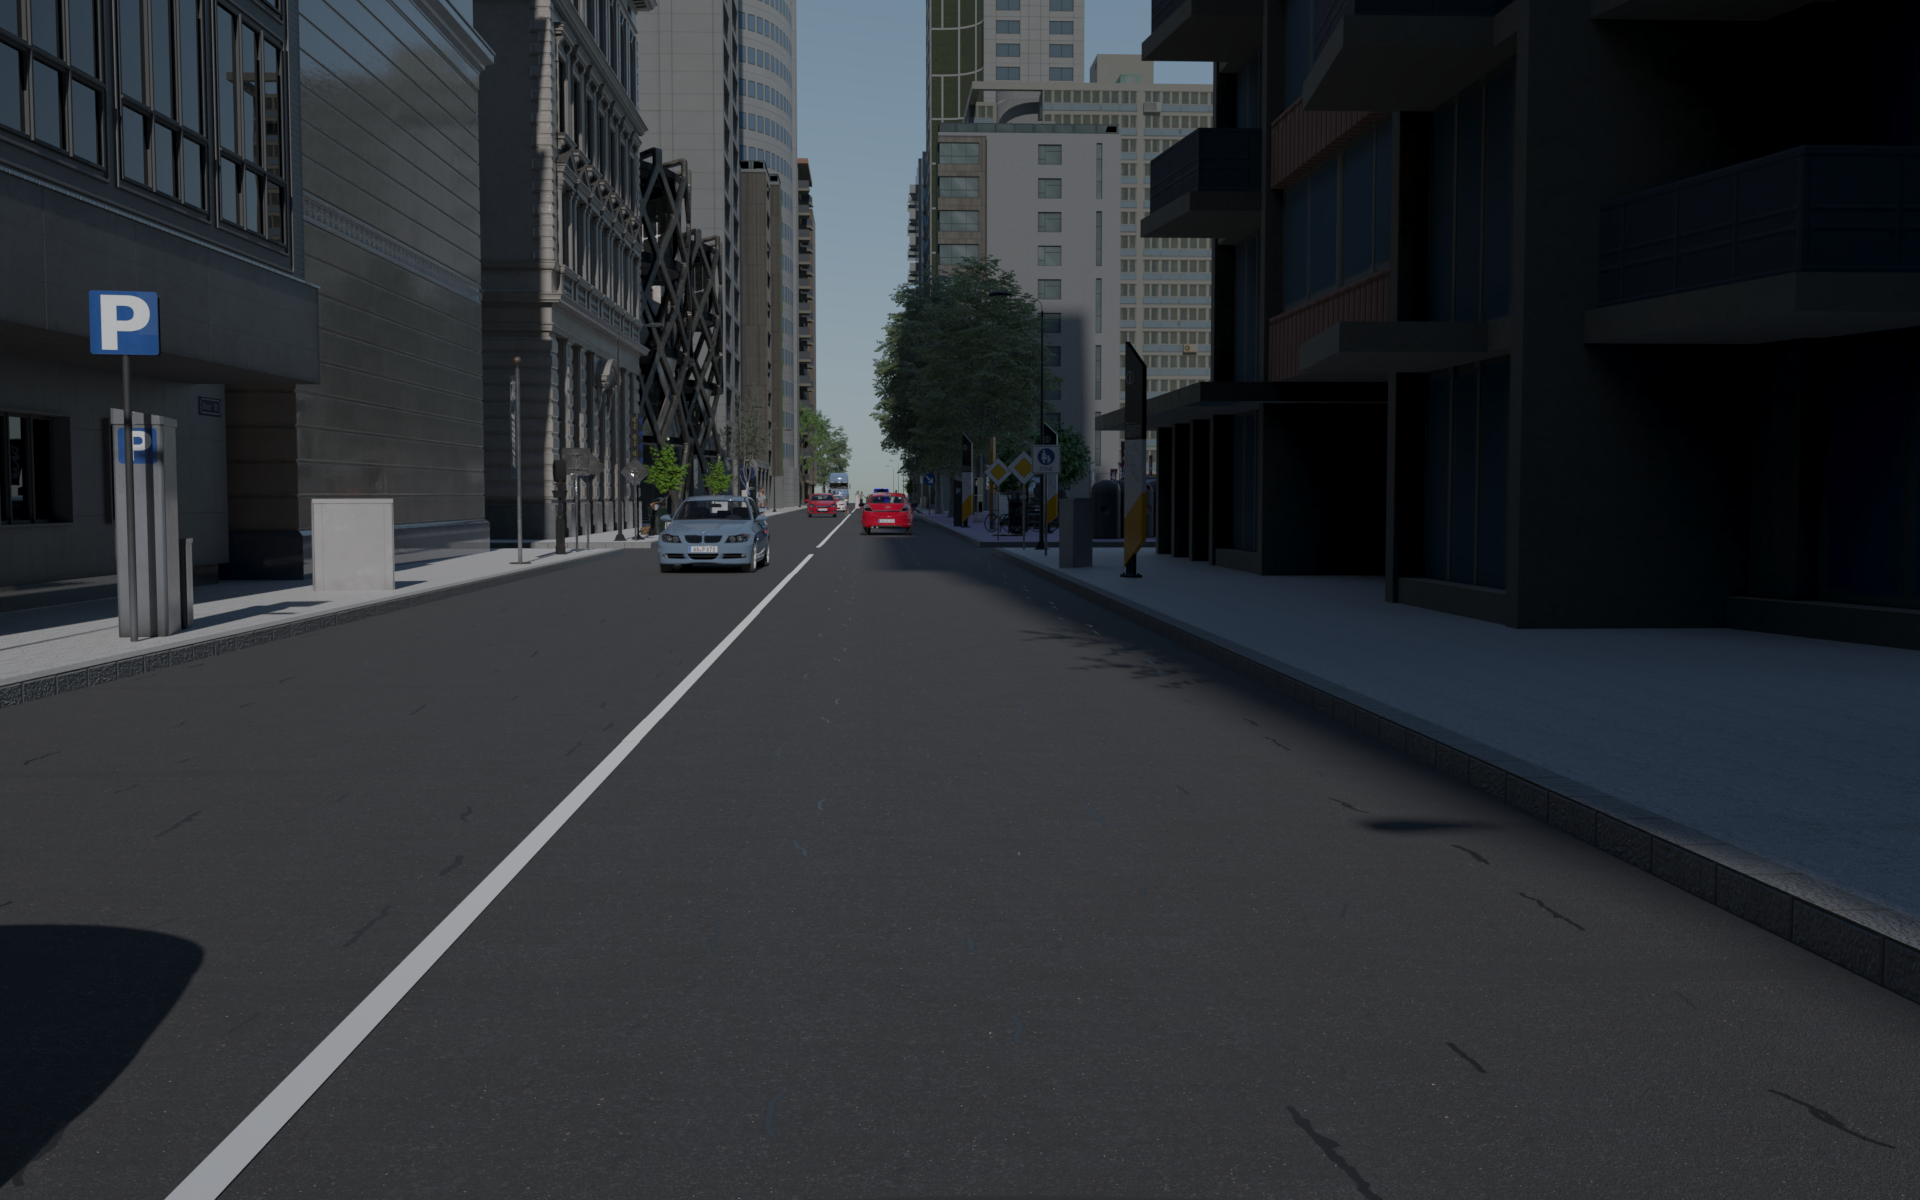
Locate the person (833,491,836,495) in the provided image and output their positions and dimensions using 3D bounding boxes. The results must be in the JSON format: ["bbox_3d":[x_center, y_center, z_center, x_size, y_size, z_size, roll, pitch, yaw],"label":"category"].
[{"bbox_3d":[-10.831,-8.587,149.719,1.217,1.723,0.721,1,4,21],"label":"person"}]

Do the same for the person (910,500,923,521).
[{"bbox_3d":[-2.457,-4.503,87.626,1.012,1.151,0.738,2,4,33],"label":"person"}]

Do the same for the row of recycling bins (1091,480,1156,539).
[{"bbox_3d":[4.978,-2.665,50.681,1.069,1.692,3.534,3,4,39],"label":"row of recycling bins"}]

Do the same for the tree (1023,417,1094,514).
[{"bbox_3d":[4.135,-5.538,74.258,4.285,4.588,4.351,0,3,0],"label":"tree"}]

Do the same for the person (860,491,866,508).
[{"bbox_3d":[-10.028,-10.157,175.348,1.217,1.735,0.721,2,4,33],"label":"person"}]

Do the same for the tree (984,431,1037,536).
[{"bbox_3d":[1.396,-3.568,52.933,1.663,3.219,1.824,0,3,0],"label":"tree"}]

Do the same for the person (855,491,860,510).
[{"bbox_3d":[-9.415,-9.184,159.326,0.621,1.740,0.551,-3,5,-43],"label":"person"}]

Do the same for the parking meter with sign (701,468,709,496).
[{"bbox_3d":[-16.686,-7.312,115.809,0.543,3.016,1.738,-2,4,-34],"label":"parking meter with sign"}]

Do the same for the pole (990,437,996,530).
[{"bbox_3d":[1.168,-4.171,62.046,0.158,3.312,0.155,0,3,0],"label":"pole"}]

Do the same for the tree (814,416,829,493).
[{"bbox_3d":[-21.974,-22.815,279.677,9.857,13.997,8.962,0,3,0],"label":"tree"}]

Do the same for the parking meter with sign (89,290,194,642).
[{"bbox_3d":[-7.381,-1.193,15.764,0.543,3.016,1.738,-1,4,-14],"label":"parking meter with sign"}]

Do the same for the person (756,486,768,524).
[{"bbox_3d":[-9.357,-4.446,81.285,0.778,1.811,0.616,-1,4,-12],"label":"person"}]

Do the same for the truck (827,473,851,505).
[{"bbox_3d":[-15.840,-14.480,226.511,2.967,4.110,18.799,0,4,-4],"label":"truck"}]

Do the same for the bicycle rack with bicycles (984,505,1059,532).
[{"bbox_3d":[2.242,-2.733,58.069,2.925,0.926,2.852,-1,4,-13],"label":"bicycle rack with bicycles"}]

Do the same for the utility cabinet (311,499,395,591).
[{"bbox_3d":[-8.092,-0.730,23.092,1.020,1.237,0.306,-1,4,-23],"label":"utility cabinet"}]

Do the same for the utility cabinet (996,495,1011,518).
[{"bbox_3d":[2.226,-4.917,91.548,1.020,1.237,0.306,-3,4,-38],"label":"utility cabinet"}]

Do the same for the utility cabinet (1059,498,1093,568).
[{"bbox_3d":[2.043,-1.187,30.577,0.306,1.237,1.020,1,4,23],"label":"utility cabinet"}]

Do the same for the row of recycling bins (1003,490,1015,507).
[{"bbox_3d":[3.995,-7.024,121.954,1.069,1.692,3.534,-2,4,-24],"label":"row of recycling bins"}]

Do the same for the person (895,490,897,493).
[{"bbox_3d":[-4.594,-7.083,125.026,1.217,1.735,0.721,-1,4,-11],"label":"person"}]

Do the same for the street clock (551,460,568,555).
[{"bbox_3d":[-8.480,-1.966,36.718,0.358,2.002,0.471,-1,4,-21],"label":"street clock"}]

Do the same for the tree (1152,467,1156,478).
[{"bbox_3d":[11.901,-6.606,102.616,1.663,3.219,1.824,0,3,0],"label":"tree"}]

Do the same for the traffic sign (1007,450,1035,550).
[{"bbox_3d":[1.468,-2.216,39.879,0.795,2.450,0.064,0,4,-3],"label":"traffic sign"}]

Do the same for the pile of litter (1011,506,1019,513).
[{"bbox_3d":[2.918,-5.165,98.406,1.176,0.858,1.719,0,4,4],"label":"pile of litter"}]

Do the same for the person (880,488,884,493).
[{"bbox_3d":[-5.808,-7.460,130.104,1.348,1.869,0.705,1,4,10],"label":"person"}]

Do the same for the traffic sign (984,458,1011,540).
[{"bbox_3d":[1.052,-2.704,47.854,0.795,2.450,0.064,0,4,-3],"label":"traffic sign"}]

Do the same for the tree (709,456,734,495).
[{"bbox_3d":[-12.101,-5.676,87.408,1.663,3.219,1.824,0,3,0],"label":"tree"}]

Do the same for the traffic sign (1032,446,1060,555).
[{"bbox_3d":[1.792,-2.076,36.079,0.606,2.300,0.079,0,4,4],"label":"traffic sign"}]

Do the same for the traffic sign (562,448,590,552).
[{"bbox_3d":[-8.482,-2.212,38.304,0.606,2.300,0.079,0,4,-3],"label":"traffic sign"}]

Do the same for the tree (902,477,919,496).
[{"bbox_3d":[-4.900,-10.817,171.463,1.663,3.219,1.824,0,3,0],"label":"tree"}]

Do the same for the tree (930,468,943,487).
[{"bbox_3d":[-1.387,-10.787,126.727,4.737,8.622,4.395,0,3,0],"label":"tree"}]

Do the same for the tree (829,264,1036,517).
[{"bbox_3d":[-0.395,-11.521,95.017,9.857,13.997,8.962,0,3,0],"label":"tree"}]

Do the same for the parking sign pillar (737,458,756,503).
[{"bbox_3d":[-14.639,-7.983,118.989,1.447,3.967,1.447,-3,5,-44],"label":"parking sign pillar"}]

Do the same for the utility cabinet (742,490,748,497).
[{"bbox_3d":[-11.557,-5.156,92.986,0.318,1.500,1.173,0,4,-5],"label":"utility cabinet"}]

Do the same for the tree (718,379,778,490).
[{"bbox_3d":[-13.788,-9.881,111.909,4.360,8.622,3.978,0,3,0],"label":"tree"}]

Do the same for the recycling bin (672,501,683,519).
[{"bbox_3d":[-13.947,-4.506,86.223,0.722,1.027,0.722,-1,4,-17],"label":"recycling bin"}]

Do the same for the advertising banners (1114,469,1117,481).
[{"bbox_3d":[9.592,-6.079,95.585,2.074,3.025,0.090,-2,4,-25],"label":"advertising banners"}]

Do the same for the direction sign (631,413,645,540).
[{"bbox_3d":[-9.041,-3.459,48.549,0.379,3.537,0.876,1,4,9],"label":"direction sign"}]

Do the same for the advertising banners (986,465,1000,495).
[{"bbox_3d":[1.972,-6.615,104.350,0.090,3.025,2.074,2,4,26],"label":"advertising banners"}]

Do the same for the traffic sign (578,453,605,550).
[{"bbox_3d":[-8.463,-2.186,39.383,0.795,2.450,0.064,0,4,-3],"label":"traffic sign"}]

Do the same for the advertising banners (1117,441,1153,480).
[{"bbox_3d":[5.769,-3.665,56.117,0.090,3.025,2.074,-2,4,-28],"label":"advertising banners"}]

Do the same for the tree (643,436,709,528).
[{"bbox_3d":[-9.726,-3.875,57.962,1.663,3.219,1.824,0,3,0],"label":"tree"}]

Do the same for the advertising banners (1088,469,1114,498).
[{"bbox_3d":[9.897,-7.570,119.957,2.074,3.025,0.090,1,4,16],"label":"advertising banners"}]

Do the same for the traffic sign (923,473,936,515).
[{"bbox_3d":[-1.858,-6.450,105.560,0.768,2.556,0.104,0,4,0],"label":"traffic sign"}]

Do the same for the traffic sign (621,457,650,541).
[{"bbox_3d":[-8.880,-2.674,47.358,0.795,2.450,0.064,0,4,-3],"label":"traffic sign"}]

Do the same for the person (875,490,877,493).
[{"bbox_3d":[-6.363,-7.540,132.303,1.217,1.766,0.721,-1,4,-19],"label":"person"}]

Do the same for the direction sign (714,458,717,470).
[{"bbox_3d":[-15.221,-7.108,108.215,0.379,3.537,0.876,-2,4,-27],"label":"direction sign"}]

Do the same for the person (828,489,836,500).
[{"bbox_3d":[-10.223,-7.772,135.586,1.348,1.822,0.705,-3,4,-37],"label":"person"}]

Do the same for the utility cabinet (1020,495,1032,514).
[{"bbox_3d":[3.145,-4.067,77.655,1.020,1.237,0.306,3,5,43],"label":"utility cabinet"}]

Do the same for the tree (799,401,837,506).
[{"bbox_3d":[-17.643,-16.319,192.578,9.928,11.665,9.643,0,3,0],"label":"tree"}]

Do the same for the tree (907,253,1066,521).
[{"bbox_3d":[1.289,-10.039,82.270,7.486,12.596,7.792,0,3,0],"label":"tree"}]
